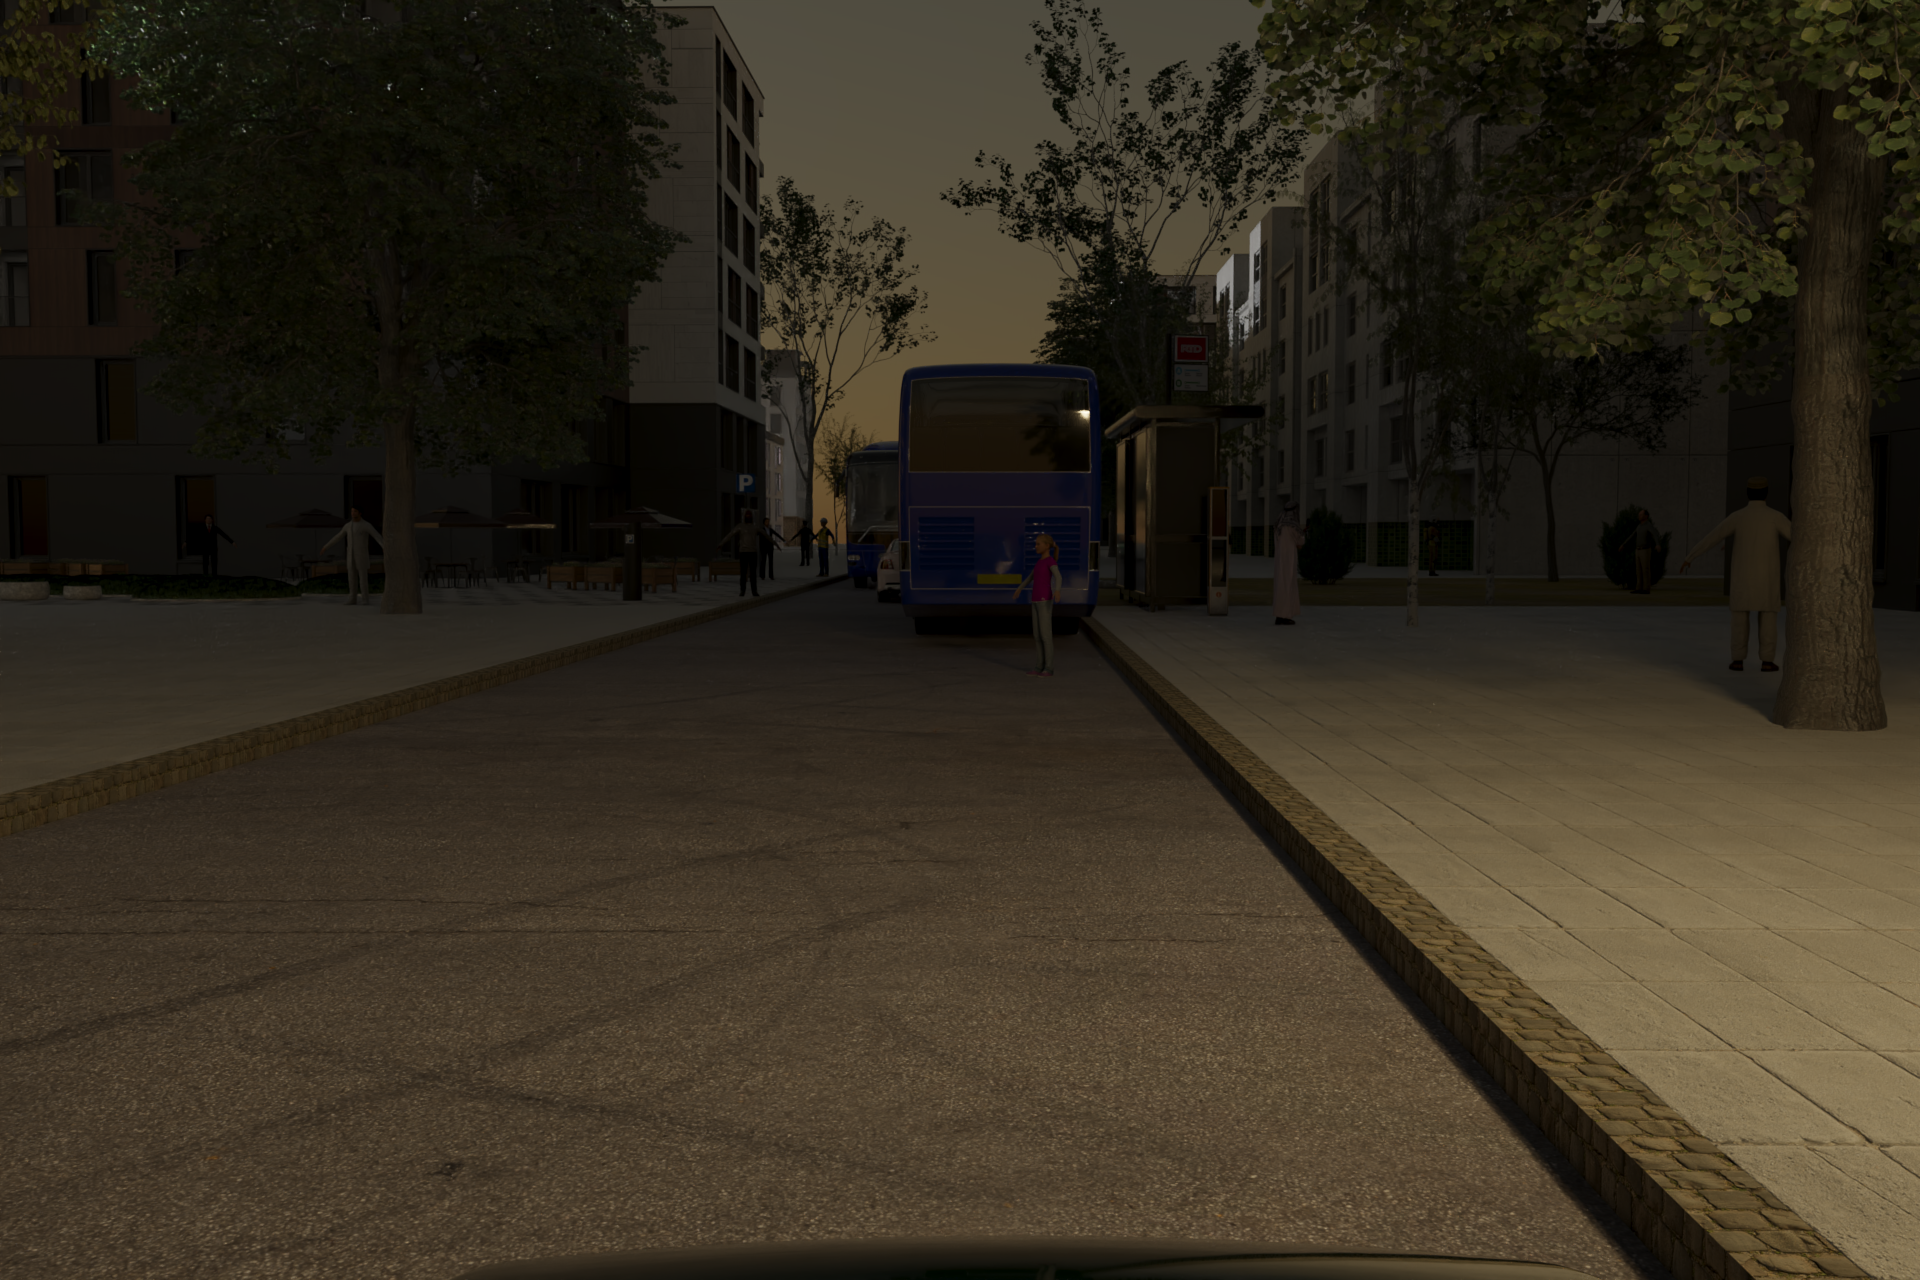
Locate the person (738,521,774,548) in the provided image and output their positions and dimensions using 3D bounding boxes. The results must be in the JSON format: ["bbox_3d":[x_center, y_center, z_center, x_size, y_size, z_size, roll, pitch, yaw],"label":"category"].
[{"bbox_3d":[-6.851,-3.206,58.561,1.346,1.812,0.704,-1,4,-17],"label":"person"}]

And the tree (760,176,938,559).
[{"bbox_3d":[-7.469,-14.347,90.465,12.611,20.169,13.585,0,3,0],"label":"tree"}]

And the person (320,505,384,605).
[{"bbox_3d":[-10.911,-1.538,31.326,1.347,1.806,0.705,1,4,11],"label":"person"}]

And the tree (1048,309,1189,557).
[{"bbox_3d":[8.544,-11.548,95.465,9.857,13.997,8.962,0,3,0],"label":"tree"}]

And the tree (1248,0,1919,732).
[{"bbox_3d":[5.807,-6.385,11.045,9.857,13.997,8.962,0,3,0],"label":"tree"}]

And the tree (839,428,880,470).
[{"bbox_3d":[-6.789,-10.360,119.748,4.360,8.622,3.978,0,3,0],"label":"tree"}]

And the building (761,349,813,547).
[{"bbox_3d":[-21.629,-19.712,178.708,16.016,20.090,11.380,0,4,2],"label":"building"}]

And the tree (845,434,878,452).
[{"bbox_3d":[-7.119,-10.763,126.338,4.360,8.622,3.978,0,3,0],"label":"tree"}]

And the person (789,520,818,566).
[{"bbox_3d":[-6.236,-3.893,69.582,1.347,1.837,0.705,-2,4,-33],"label":"person"}]

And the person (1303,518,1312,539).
[{"bbox_3d":[11.537,-3.104,56.902,1.345,1.843,0.704,2,4,32],"label":"person"}]

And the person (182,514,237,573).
[{"bbox_3d":[-19.945,-2.437,46.033,1.347,1.806,0.705,-2,4,-26],"label":"person"}]

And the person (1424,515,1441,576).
[{"bbox_3d":[14.502,-2.886,52.954,0.705,1.858,1.354,1,4,8],"label":"person"}]

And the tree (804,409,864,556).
[{"bbox_3d":[-7.548,-9.317,102.693,4.360,8.622,3.978,0,3,0],"label":"tree"}]

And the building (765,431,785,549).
[{"bbox_3d":[-19.948,-12.856,152.335,9.099,9.664,28.070,0,4,1],"label":"building"}]

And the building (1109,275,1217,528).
[{"bbox_3d":[26.979,-18.897,152.947,27.936,21.610,32.646,0,4,1],"label":"building"}]

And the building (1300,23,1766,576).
[{"bbox_3d":[24.720,-12.370,68.700,16.747,18.905,31.486,0,4,1],"label":"building"}]

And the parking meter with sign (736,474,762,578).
[{"bbox_3d":[-6.126,-3.337,50.816,0.543,3.016,1.738,0,4,3],"label":"parking meter with sign"}]

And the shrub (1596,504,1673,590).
[{"bbox_3d":[15.589,-2.179,40.047,1.690,2.028,1.600,0,3,0],"label":"shrub"}]

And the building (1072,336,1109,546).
[{"bbox_3d":[25.820,-21.473,195.065,27.936,21.610,32.646,0,4,1],"label":"building"}]

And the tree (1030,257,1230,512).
[{"bbox_3d":[7.772,-10.553,79.204,9.857,13.997,8.962,0,3,0],"label":"tree"}]

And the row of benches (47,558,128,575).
[{"bbox_3d":[-22.009,-1.728,43.717,1.422,0.672,4.104,-3,5,-45],"label":"row of benches"}]

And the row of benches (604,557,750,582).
[{"bbox_3d":[-7.659,-1.903,46.576,4.104,0.672,1.422,0,4,6],"label":"row of benches"}]

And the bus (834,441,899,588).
[{"bbox_3d":[-1.573,-3.536,49.366,2.896,3.916,12.251,0,4,1],"label":"bus"}]

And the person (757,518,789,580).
[{"bbox_3d":[-5.346,-2.538,48.224,1.216,1.740,0.721,-2,4,-24],"label":"person"}]

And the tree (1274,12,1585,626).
[{"bbox_3d":[6.093,-4.502,23.978,4.360,8.622,3.978,0,3,0],"label":"tree"}]

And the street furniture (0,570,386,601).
[{"bbox_3d":[-16.608,-1.227,35.682,10.072,0.657,5.734,0,4,-4],"label":"street furniture"}]

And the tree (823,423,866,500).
[{"bbox_3d":[-7.059,-10.001,113.873,4.737,8.622,4.395,0,3,0],"label":"tree"}]

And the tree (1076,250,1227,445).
[{"bbox_3d":[4.758,-5.843,45.898,4.360,8.622,3.978,0,3,0],"label":"tree"}]

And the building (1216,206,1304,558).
[{"bbox_3d":[25.399,-14.409,102.046,16.747,18.905,31.486,0,4,1],"label":"building"}]

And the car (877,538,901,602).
[{"bbox_3d":[-0.782,-1.558,37.842,2.083,1.381,4.827,0,4,2],"label":"car"}]

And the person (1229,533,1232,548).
[{"bbox_3d":[6.886,-2.444,46.186,0.704,1.802,1.346,3,5,44],"label":"person"}]

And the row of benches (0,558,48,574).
[{"bbox_3d":[-25.698,-1.845,45.636,4.104,0.672,1.422,1,4,23],"label":"row of benches"}]

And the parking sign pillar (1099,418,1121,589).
[{"bbox_3d":[3.952,-3.216,41.057,1.447,3.967,1.447,0,4,2],"label":"parking sign pillar"}]

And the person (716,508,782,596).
[{"bbox_3d":[-4.350,-1.805,35.648,1.348,1.813,0.705,-1,4,-13],"label":"person"}]

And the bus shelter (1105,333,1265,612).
[{"bbox_3d":[3.924,-3.352,32.435,2.179,5.291,8.768,0,4,0],"label":"bus shelter"}]

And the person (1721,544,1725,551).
[{"bbox_3d":[17.860,-2.032,39.357,1.347,1.817,0.704,-2,4,-25],"label":"person"}]

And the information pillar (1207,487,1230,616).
[{"bbox_3d":[4.044,-1.385,27.143,0.304,2.012,0.304,0,4,1],"label":"information pillar"}]

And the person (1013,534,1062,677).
[{"bbox_3d":[0.781,-0.348,17.414,0.599,1.433,0.991,-2,4,-23],"label":"person"}]

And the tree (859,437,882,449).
[{"bbox_3d":[-6.859,-11.151,132.676,4.737,8.622,4.395,0,3,0],"label":"tree"}]

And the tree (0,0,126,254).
[{"bbox_3d":[-8.887,-3.831,12.997,4.737,8.622,4.395,0,3,0],"label":"tree"}]

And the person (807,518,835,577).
[{"bbox_3d":[-4.143,-2.776,51.844,1.216,1.772,0.721,3,5,43],"label":"person"}]

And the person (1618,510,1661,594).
[{"bbox_3d":[14.598,-1.883,37.063,0.705,1.796,1.348,-1,4,-15],"label":"person"}]

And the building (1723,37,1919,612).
[{"bbox_3d":[26.019,-10.708,19.051,27.936,21.610,32.646,0,4,2],"label":"building"}]

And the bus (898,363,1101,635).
[{"bbox_3d":[0.555,-2.201,27.530,2.896,3.916,12.251,0,4,1],"label":"bus"}]

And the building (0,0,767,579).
[{"bbox_3d":[-23.510,-13.558,65.652,27.936,21.610,32.646,0,4,2],"label":"building"}]

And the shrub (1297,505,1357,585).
[{"bbox_3d":[9.244,-2.449,44.086,1.661,2.075,1.752,0,3,0],"label":"shrub"}]

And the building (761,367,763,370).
[{"bbox_3d":[-24.786,-20.844,197.219,16.016,20.090,11.380,0,4,1],"label":"building"}]

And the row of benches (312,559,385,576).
[{"bbox_3d":[-14.729,-1.676,42.869,1.422,0.672,4.104,0,4,7],"label":"row of benches"}]

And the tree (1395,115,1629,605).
[{"bbox_3d":[9.426,-4.951,31.312,4.360,8.622,3.978,0,3,0],"label":"tree"}]

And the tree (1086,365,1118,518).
[{"bbox_3d":[7.927,-11.694,109.320,7.486,12.596,7.792,0,3,0],"label":"tree"}]

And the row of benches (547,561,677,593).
[{"bbox_3d":[-7.857,-1.448,39.130,4.104,0.672,1.422,3,5,42],"label":"row of benches"}]

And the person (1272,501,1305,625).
[{"bbox_3d":[4.651,-1.087,24.489,0.621,1.740,0.551,-3,4,-37],"label":"person"}]

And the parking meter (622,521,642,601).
[{"bbox_3d":[-6.337,-1.533,33.470,0.372,1.533,0.369,0,3,0],"label":"parking meter"}]

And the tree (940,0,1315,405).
[{"bbox_3d":[5.455,-12.664,62.941,12.611,20.169,13.585,0,3,0],"label":"tree"}]

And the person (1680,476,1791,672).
[{"bbox_3d":[7.457,-0.620,16.232,1.344,1.819,0.704,2,4,30],"label":"person"}]

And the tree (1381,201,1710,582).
[{"bbox_3d":[15.907,-6.858,46.542,8.767,10.594,7.601,-1,4,-9],"label":"tree"}]

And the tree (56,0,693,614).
[{"bbox_3d":[-8.949,-7.403,27.696,9.857,13.997,8.962,0,3,0],"label":"tree"}]

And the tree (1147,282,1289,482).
[{"bbox_3d":[7.478,-6.194,51.641,4.737,8.622,4.395,0,3,0],"label":"tree"}]
